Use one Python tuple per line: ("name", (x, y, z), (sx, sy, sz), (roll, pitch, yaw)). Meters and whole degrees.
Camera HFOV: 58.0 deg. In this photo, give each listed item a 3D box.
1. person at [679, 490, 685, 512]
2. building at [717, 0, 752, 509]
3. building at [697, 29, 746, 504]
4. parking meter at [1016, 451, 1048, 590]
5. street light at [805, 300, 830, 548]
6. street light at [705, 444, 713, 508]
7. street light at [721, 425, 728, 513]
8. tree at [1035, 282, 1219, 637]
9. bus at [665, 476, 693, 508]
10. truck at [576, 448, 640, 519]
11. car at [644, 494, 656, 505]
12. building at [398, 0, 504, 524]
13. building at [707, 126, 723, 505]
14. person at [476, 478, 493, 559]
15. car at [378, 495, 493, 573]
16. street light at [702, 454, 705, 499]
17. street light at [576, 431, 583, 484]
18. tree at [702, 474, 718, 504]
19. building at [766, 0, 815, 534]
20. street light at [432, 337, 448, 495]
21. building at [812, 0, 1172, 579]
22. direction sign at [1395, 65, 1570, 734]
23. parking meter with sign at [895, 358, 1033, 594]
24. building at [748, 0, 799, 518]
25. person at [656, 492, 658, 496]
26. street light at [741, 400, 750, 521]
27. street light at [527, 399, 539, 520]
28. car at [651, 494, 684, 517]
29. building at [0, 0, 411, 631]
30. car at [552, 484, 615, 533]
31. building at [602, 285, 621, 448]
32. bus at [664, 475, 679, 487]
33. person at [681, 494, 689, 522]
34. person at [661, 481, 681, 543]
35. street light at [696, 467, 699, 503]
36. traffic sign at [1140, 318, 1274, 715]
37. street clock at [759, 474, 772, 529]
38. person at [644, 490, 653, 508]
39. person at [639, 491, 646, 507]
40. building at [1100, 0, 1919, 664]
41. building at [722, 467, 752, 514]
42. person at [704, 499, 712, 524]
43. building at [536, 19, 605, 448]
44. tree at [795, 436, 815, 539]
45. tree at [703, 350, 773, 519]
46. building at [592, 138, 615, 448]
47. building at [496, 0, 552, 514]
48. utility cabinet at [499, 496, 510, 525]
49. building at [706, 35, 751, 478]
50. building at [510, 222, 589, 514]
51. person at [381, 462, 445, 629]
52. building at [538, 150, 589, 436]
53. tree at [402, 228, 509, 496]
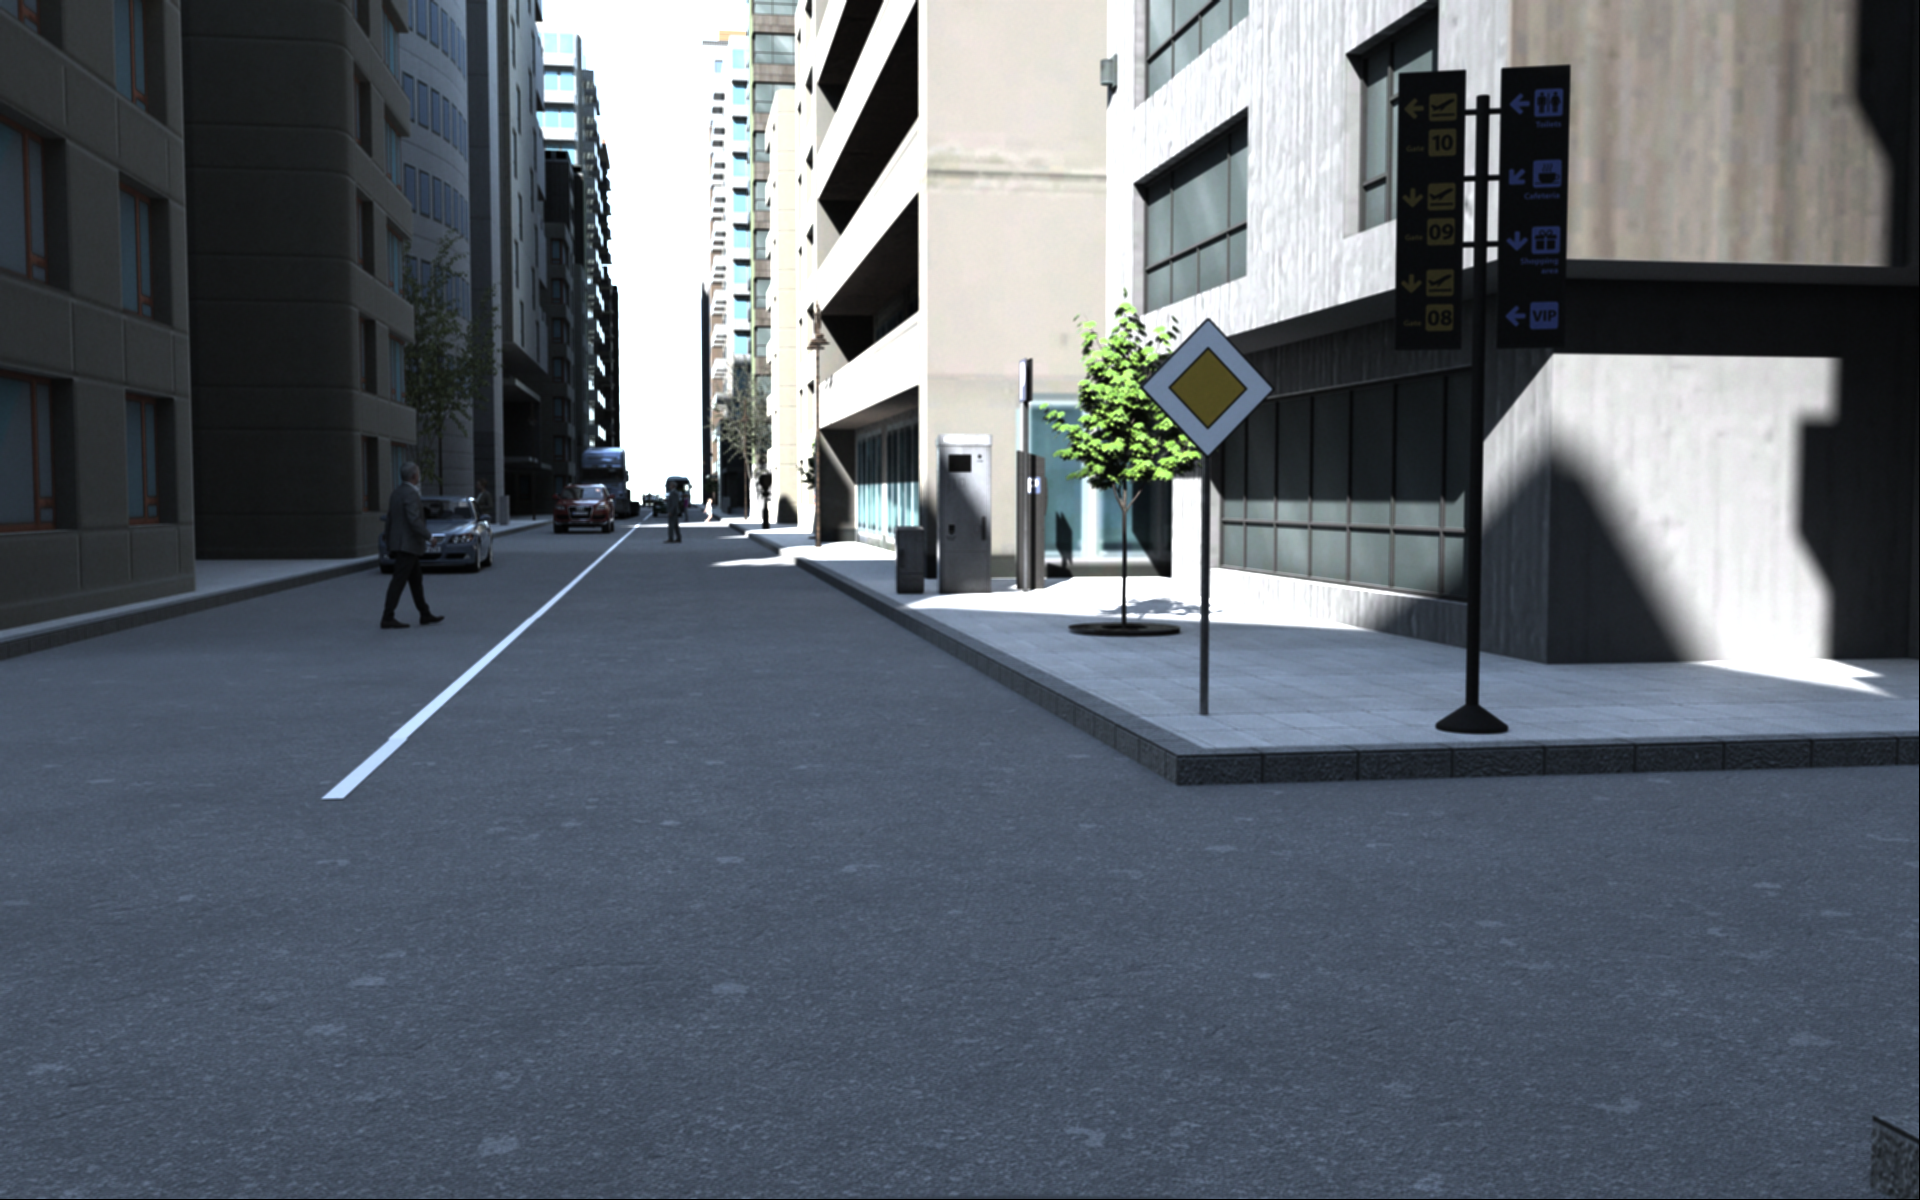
("person", (-21.587, -7.677, 134.731), (0.721, 1.736, 1.217), (-3, 5, -45))
("building", (-8.712, -50.801, 143.263), (22.319, 86.520, 31.000), (-1, 4, -9))
("building", (-23.677, -41.991, 228.554), (21.231, 58.520, 28.212), (-1, 4, -9))
("parking meter", (0.969, -1.079, 23.347), (0.399, 1.863, 0.255), (0, 4, -5))
("street light", (-3.402, -4.199, 41.447), (0.468, 5.910, 1.993), (-1, 4, -9))
("street light", (-22.872, -11.391, 159.030), (0.468, 5.910, 1.993), (-1, 4, -9))
("street light", (-15.807, -8.790, 116.506), (0.468, 5.910, 1.993), (-1, 4, -9))
("tree", (1.413, -1.304, 15.921), (1.663, 3.219, 1.824), (0, 3, 0))
("bus", (-30.228, -11.698, 186.119), (2.948, 3.499, 13.247), (-1, 4, -8))
("truck", (-21.278, -7.106, 105.947), (2.967, 4.110, 18.799), (0, 4, -8))
("car", (-39.366, -12.749, 220.251), (2.131, 1.459, 4.920), (-1, 4, -8))
("building", (-28.662, -31.748, 61.077), (21.231, 58.520, 28.212), (-1, 4, -9))
("building", (-23.062, -34.097, 207.602), (14.600, 45.320, 14.200), (-1, 4, -9))
("person", (-10.038, -1.667, 36.299), (0.362, 1.759, 0.519), (-3, 5, -44))
("car", (-9.924, -1.283, 32.987), (2.014, 1.417, 4.499), (-1, 4, -11))
("street light", (-29.486, -13.855, 199.320), (0.468, 5.910, 1.993), (-1, 4, -9))
("street light", (-27.821, -9.421, 126.824), (0.468, 5.910, 1.993), (-1, 4, -9))
("tree", (-23.852, -10.512, 166.475), (1.663, 3.219, 1.824), (0, 3, 0))
("building", (6.729, -13.822, 71.022), (27.650, 21.520, 28.899), (-1, 4, -9))
("street light", (-15.245, -4.770, 50.776), (0.468, 5.910, 1.993), (-1, 4, -9))
("building", (8.297, -25.267, 36.817), (21.300, 48.544, 21.600), (-1, 4, -9))
("direction sign", (2.789, -1.060, 9.333), (0.876, 3.537, 0.379), (1, 4, 12))
("parking meter with sign", (0.034, -1.599, 22.407), (1.738, 3.016, 0.543), (0, 4, -7))
("building", (-4.928, -19.970, 98.217), (14.160, 30.474, 14.107), (-1, 4, -9))
("person", (-40.627, -13.665, 232.440), (1.217, 1.766, 0.721), (-3, 5, -43))
("street light", (-10.348, -6.773, 83.526), (0.468, 5.910, 1.993), (-1, 4, -9))
("street light", (-20.884, -6.847, 84.743), (0.468, 5.910, 1.993), (-1, 4, -9))
("car", (-18.580, -6.009, 110.049), (2.131, 1.459, 4.920), (-1, 4, -9))
("building", (-24.727, -11.060, 25.873), (27.650, 21.520, 28.899), (-1, 4, -9))
("car", (-14.036, -3.431, 64.776), (2.281, 1.827, 5.304), (-1, 4, -9))
("building", (-52.296, -27.975, 229.096), (14.160, 30.474, 14.107), (-1, 4, -9))
("bus", (-37.369, -14.440, 227.643), (2.896, 3.916, 12.252), (-1, 4, -10))
("person", (-14.214, -4.761, 89.571), (0.599, 1.433, 0.991), (-2, 4, -29))
("person", (-8.524, -2.593, 51.069), (0.590, 1.801, 0.661), (0, 4, -2))
("street light", (-36.615, -16.427, 241.369), (0.468, 5.910, 1.993), (-1, 4, -9))
("traffic sign", (1.415, -0.389, 10.000), (0.795, 2.450, 0.064), (-1, 4, -9))
("street clock", (-7.084, -3.584, 63.175), (0.358, 2.002, 0.471), (3, 4, 38))
("person", (-31.398, -10.178, 174.909), (1.348, 1.824, 0.705), (3, 5, 39))
("person", (-35.009, -11.129, 191.147), (1.217, 1.739, 0.721), (3, 5, 41))
("building", (9.788, -14.954, 16.206), (14.107, 30.474, 14.160), (-1, 4, -9))
("building", (0.011, -26.073, 118.180), (32.217, 40.220, 23.993), (-1, 4, -9))
("person", (-12.046, -4.245, 82.916), (0.382, 1.210, 0.505), (0, 4, -3))
("building", (-48.215, -34.119, 177.456), (23.786, 49.044, 30.456), (-1, 4, -9))
("tree", (-3.973, -3.370, 49.699), (1.663, 3.219, 1.824), (0, 3, 0))
("tree", (-10.698, -8.401, 87.721), (4.360, 8.622, 3.978), (0, 3, 0))
("building", (-52.888, -33.774, 206.824), (22.147, 44.769, 28.867), (-1, 4, -9))
("building", (-36.939, -30.829, 93.286), (28.713, 52.752, 27.495), (-1, 4, -9))
("utility cabinet", (-18.811, -3.692, 71.527), (0.306, 1.237, 1.020), (0, 4, -8))
("building", (-15.333, -34.650, 186.137), (23.786, 49.044, 30.456), (-1, 4, -9))
("building", (-41.110, -16.975, 122.580), (27.650, 21.520, 28.899), (-1, 4, -9))
("person", (-5.894, -0.600, 18.705), (0.661, 1.777, 0.834), (3, 5, 42))
("building", (-38.556, -22.800, 144.482), (14.160, 30.474, 14.107), (-1, 4, -9))
("tree", (-14.576, -5.922, 47.191), (4.737, 8.622, 4.395), (0, 3, 0))
